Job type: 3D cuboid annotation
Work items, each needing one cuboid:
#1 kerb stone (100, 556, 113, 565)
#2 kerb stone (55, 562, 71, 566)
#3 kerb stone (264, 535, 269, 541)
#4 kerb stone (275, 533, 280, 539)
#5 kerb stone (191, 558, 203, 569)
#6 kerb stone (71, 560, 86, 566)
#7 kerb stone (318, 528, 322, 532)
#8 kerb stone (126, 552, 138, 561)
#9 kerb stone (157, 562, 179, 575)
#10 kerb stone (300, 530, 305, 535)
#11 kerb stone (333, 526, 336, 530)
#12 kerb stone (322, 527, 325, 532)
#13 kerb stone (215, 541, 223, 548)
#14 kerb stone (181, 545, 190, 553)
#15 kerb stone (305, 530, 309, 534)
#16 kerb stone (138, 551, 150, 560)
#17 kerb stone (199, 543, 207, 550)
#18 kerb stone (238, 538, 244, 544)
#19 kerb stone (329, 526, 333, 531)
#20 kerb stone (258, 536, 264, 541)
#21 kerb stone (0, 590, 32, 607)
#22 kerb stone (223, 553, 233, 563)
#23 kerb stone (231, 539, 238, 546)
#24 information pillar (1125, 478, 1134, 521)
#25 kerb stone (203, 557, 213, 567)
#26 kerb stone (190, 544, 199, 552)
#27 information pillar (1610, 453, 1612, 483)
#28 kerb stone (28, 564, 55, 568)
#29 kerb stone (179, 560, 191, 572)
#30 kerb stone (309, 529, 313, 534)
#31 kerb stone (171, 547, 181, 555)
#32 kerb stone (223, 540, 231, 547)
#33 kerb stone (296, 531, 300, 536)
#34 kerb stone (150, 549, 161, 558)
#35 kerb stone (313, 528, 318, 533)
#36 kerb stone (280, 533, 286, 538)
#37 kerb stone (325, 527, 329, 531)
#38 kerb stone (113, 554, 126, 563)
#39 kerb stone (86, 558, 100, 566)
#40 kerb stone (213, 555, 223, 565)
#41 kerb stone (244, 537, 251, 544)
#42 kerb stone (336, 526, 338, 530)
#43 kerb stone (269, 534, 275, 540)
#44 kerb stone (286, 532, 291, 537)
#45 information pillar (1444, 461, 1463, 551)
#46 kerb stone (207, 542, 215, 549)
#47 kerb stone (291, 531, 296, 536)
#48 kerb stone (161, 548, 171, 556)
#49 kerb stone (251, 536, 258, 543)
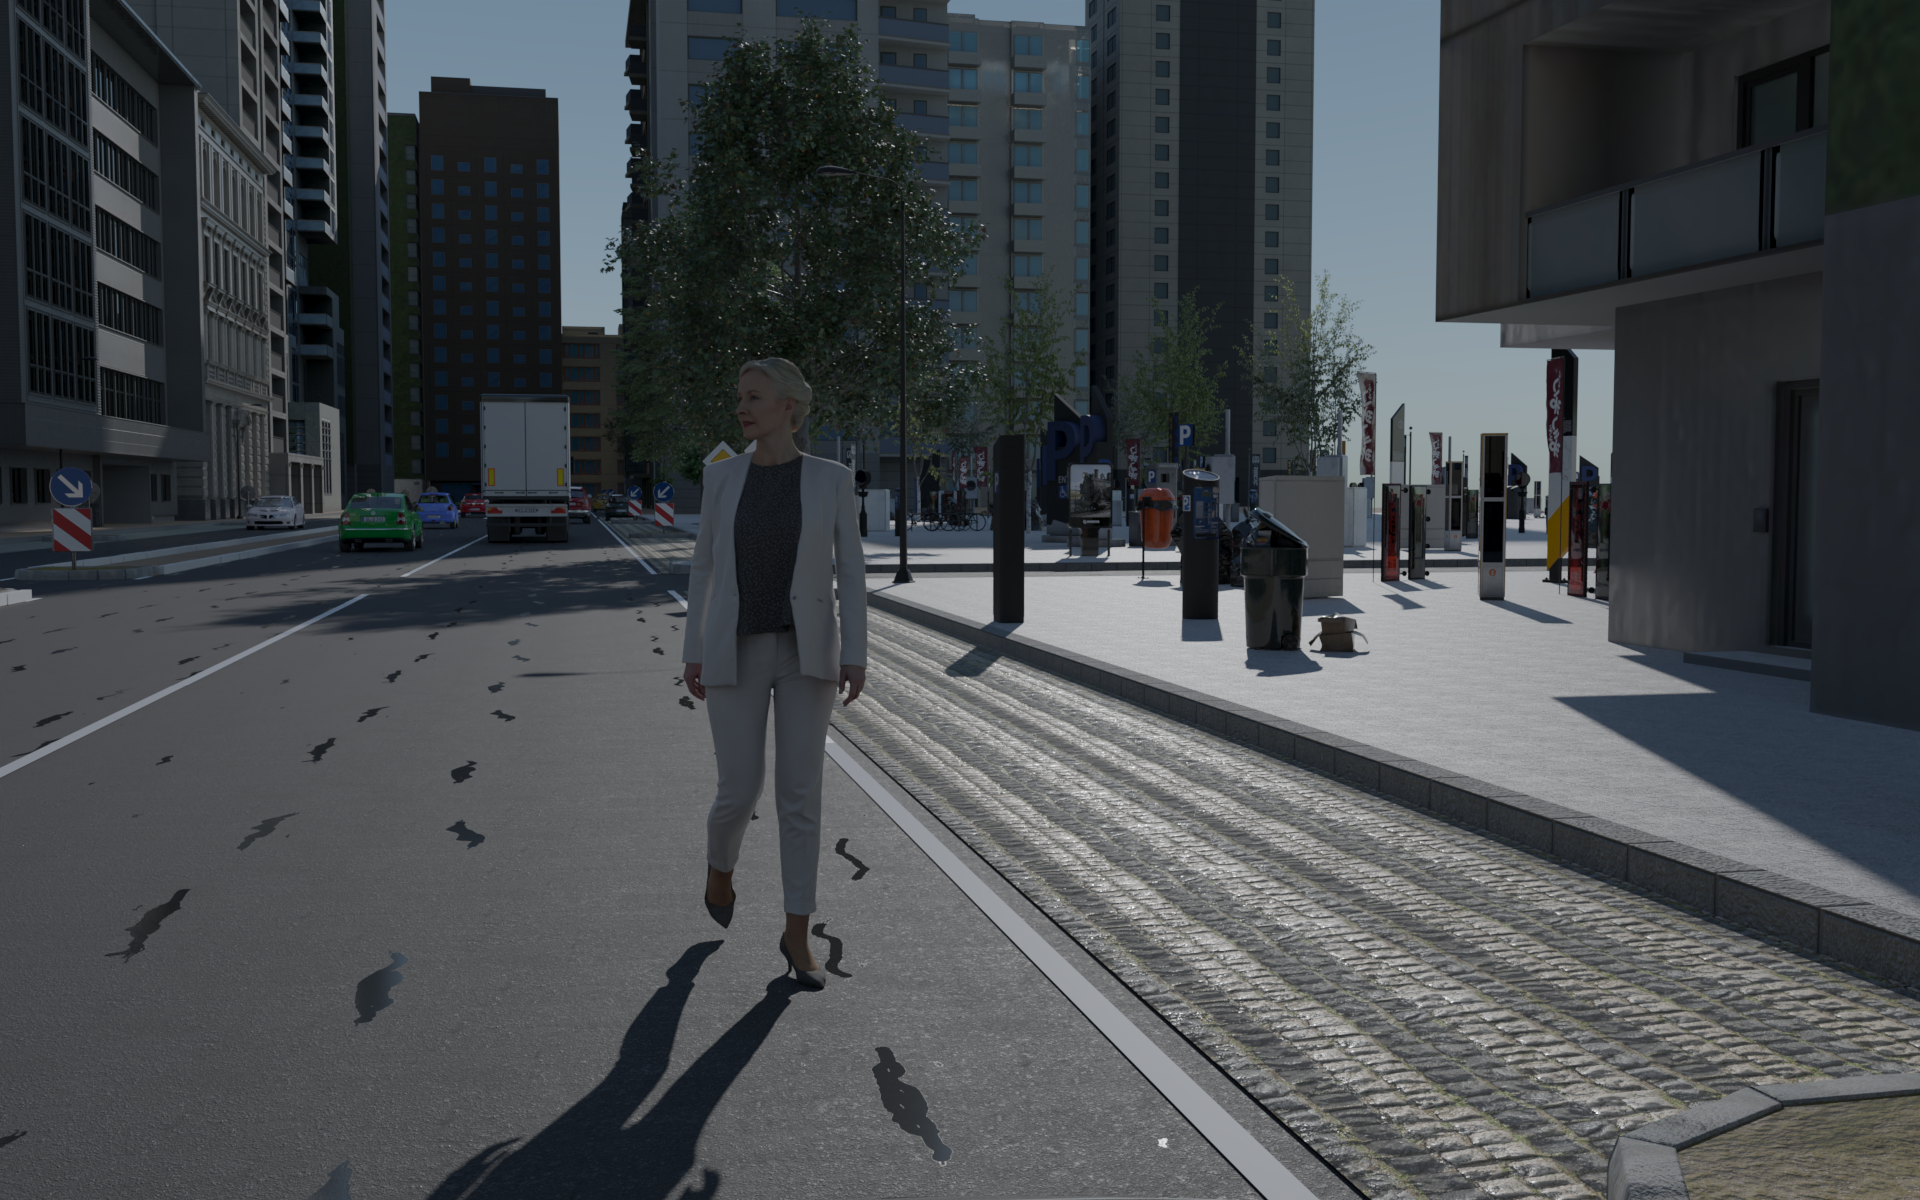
[{"bbox_3d":[-17.284,-0.769,34.843,0.120,0.150,1.000,-1,4,-13],"label":"kerb stone"},{"bbox_3d":[-16.606,-0.590,31.848,0.120,0.150,1.000,-1,4,-13],"label":"kerb stone"},{"bbox_3d":[-21.320,-1.878,52.895,0.120,0.150,1.000,-1,4,-13],"label":"kerb stone"},{"bbox_3d":[-21.775,-2.001,54.906,0.120,0.150,1.000,-1,4,-13],"label":"kerb stone"},{"bbox_3d":[-14.786,-0.680,33.306,0.120,0.150,1.000,-1,4,-13],"label":"kerb stone"},{"bbox_3d":[-16.836,-0.648,32.848,0.120,0.150,1.000,-1,4,-13],"label":"kerb stone"},{"bbox_3d":[-23.785,-2.544,63.913,0.120,0.150,1.000,-1,4,-13],"label":"kerb stone"},{"bbox_3d":[-17.729,-0.897,36.854,0.120,0.150,1.000,-1,4,-13],"label":"kerb stone"},{"bbox_3d":[-14.329,-0.557,31.297,0.120,0.150,1.000,-1,4,-13],"label":"kerb stone"},{"bbox_3d":[-22.884,-2.305,59.901,0.120,0.150,1.000,-1,4,-13],"label":"kerb stone"},{"bbox_3d":[-24.688,-2.796,67.910,0.120,0.150,1.000,-1,4,-13],"label":"kerb stone"},{"bbox_3d":[-24.018,-2.610,64.910,0.120,0.150,1.000,-1,4,-13],"label":"kerb stone"},{"bbox_3d":[-19.750,-1.449,45.890,0.120,0.150,1.000,-1,4,-13],"label":"kerb stone"},{"bbox_3d":[-18.857,-1.204,41.879,0.120,0.150,1.000,-1,4,-13],"label":"kerb stone"},{"bbox_3d":[-23.110,-2.360,60.907,0.120,0.150,1.000,-1,4,-13],"label":"kerb stone"},{"bbox_3d":[-17.957,-0.958,37.864,0.120,0.150,1.000,-1,4,-13],"label":"kerb stone"},{"bbox_3d":[-19.297,-1.326,43.875,0.120,0.150,1.000,-1,4,-13],"label":"kerb stone"},{"bbox_3d":[-20.435,-1.633,48.901,0.120,0.150,1.000,-1,4,-13],"label":"kerb stone"},{"bbox_3d":[-24.457,-2.731,66.914,0.120,0.150,1.000,-1,4,-13],"label":"kerb stone"},{"bbox_3d":[-21.096,-1.817,51.897,0.120,0.150,1.000,-1,4,-13],"label":"kerb stone"},{"bbox_3d":[-12.423,-0.033,22.772,0.120,0.150,1.000,-1,4,-13],"label":"kerb stone"},{"bbox_3d":[-15.451,-0.862,36.300,0.120,0.150,1.000,-1,4,-13],"label":"kerb stone"},{"bbox_3d":[-20.197,-1.566,47.894,0.120,0.150,1.000,-1,4,-13],"label":"kerb stone"},{"bbox_3d":[7.843,-4.619,80.020,0.304,2.012,0.304,2,4,30],"label":"information pillar"},{"bbox_3d":[-15.011,-0.736,34.303,0.120,0.150,1.000,-1,4,-13],"label":"kerb stone"},{"bbox_3d":[-19.082,-1.265,42.876,0.120,0.150,1.000,-1,4,-13],"label":"kerb stone"},{"bbox_3d":[31.328,-5.597,82.868,0.183,3.616,0.504,-2,4,-25],"label":"information pillar"},{"bbox_3d":[-16.387,-0.526,30.850,0.120,0.150,1.000,-1,4,-13],"label":"kerb stone"},{"bbox_3d":[-14.559,-0.618,32.306,0.120,0.150,1.000,-1,4,-13],"label":"kerb stone"},{"bbox_3d":[-23.343,-2.422,61.904,0.120,0.150,1.000,-1,4,-13],"label":"kerb stone"},{"bbox_3d":[-18.630,-1.141,40.868,0.120,0.150,1.000,-1,4,-13],"label":"kerb stone"},{"bbox_3d":[-19.975,-1.510,46.887,0.120,0.150,1.000,-1,4,-13],"label":"kerb stone"},{"bbox_3d":[-22.667,-2.244,58.901,0.120,0.150,1.000,-1,4,-13],"label":"kerb stone"},{"bbox_3d":[-18.177,-1.014,38.870,0.120,0.150,1.000,-1,4,-13],"label":"kerb stone"},{"bbox_3d":[-23.561,-2.490,62.915,0.120,0.150,1.000,-1,4,-13],"label":"kerb stone"},{"bbox_3d":[-21.989,-2.062,55.905,0.120,0.150,1.000,-1,4,-13],"label":"kerb stone"},{"bbox_3d":[-24.237,-2.674,65.913,0.120,0.150,1.000,-1,4,-13],"label":"kerb stone"},{"bbox_3d":[-17.502,-0.825,35.842,0.120,0.150,1.000,-1,4,-13],"label":"kerb stone"},{"bbox_3d":[-17.052,-0.713,33.847,0.120,0.150,1.000,-1,4,-13],"label":"kerb stone"},{"bbox_3d":[-15.237,-0.799,35.300,0.120,0.150,1.000,-1,4,-13],"label":"kerb stone"},{"bbox_3d":[-20.651,-1.690,49.901,0.120,0.150,1.000,-1,4,-13],"label":"kerb stone"},{"bbox_3d":[-24.897,-2.857,68.911,0.120,0.150,1.000,-1,4,-13],"label":"kerb stone"},{"bbox_3d":[-21.541,-1.933,53.894,0.120,0.150,1.000,-1,4,-13],"label":"kerb stone"},{"bbox_3d":[-22.218,-2.123,56.902,0.120,0.150,1.000,-1,4,-13],"label":"kerb stone"},{"bbox_3d":[11.066,-2.100,38.830,0.304,2.012,0.304,0,4,-6],"label":"information pillar"},{"bbox_3d":[-19.526,-1.387,44.878,0.120,0.150,1.000,-1,4,-13],"label":"kerb stone"},{"bbox_3d":[-22.443,-2.184,57.903,0.120,0.150,1.000,-1,4,-13],"label":"kerb stone"},{"bbox_3d":[-18.401,-1.081,39.871,0.120,0.150,1.000,-1,4,-13],"label":"kerb stone"},{"bbox_3d":[-20.869,-1.756,50.899,0.120,0.150,1.000,-1,4,-13],"label":"kerb stone"}]
